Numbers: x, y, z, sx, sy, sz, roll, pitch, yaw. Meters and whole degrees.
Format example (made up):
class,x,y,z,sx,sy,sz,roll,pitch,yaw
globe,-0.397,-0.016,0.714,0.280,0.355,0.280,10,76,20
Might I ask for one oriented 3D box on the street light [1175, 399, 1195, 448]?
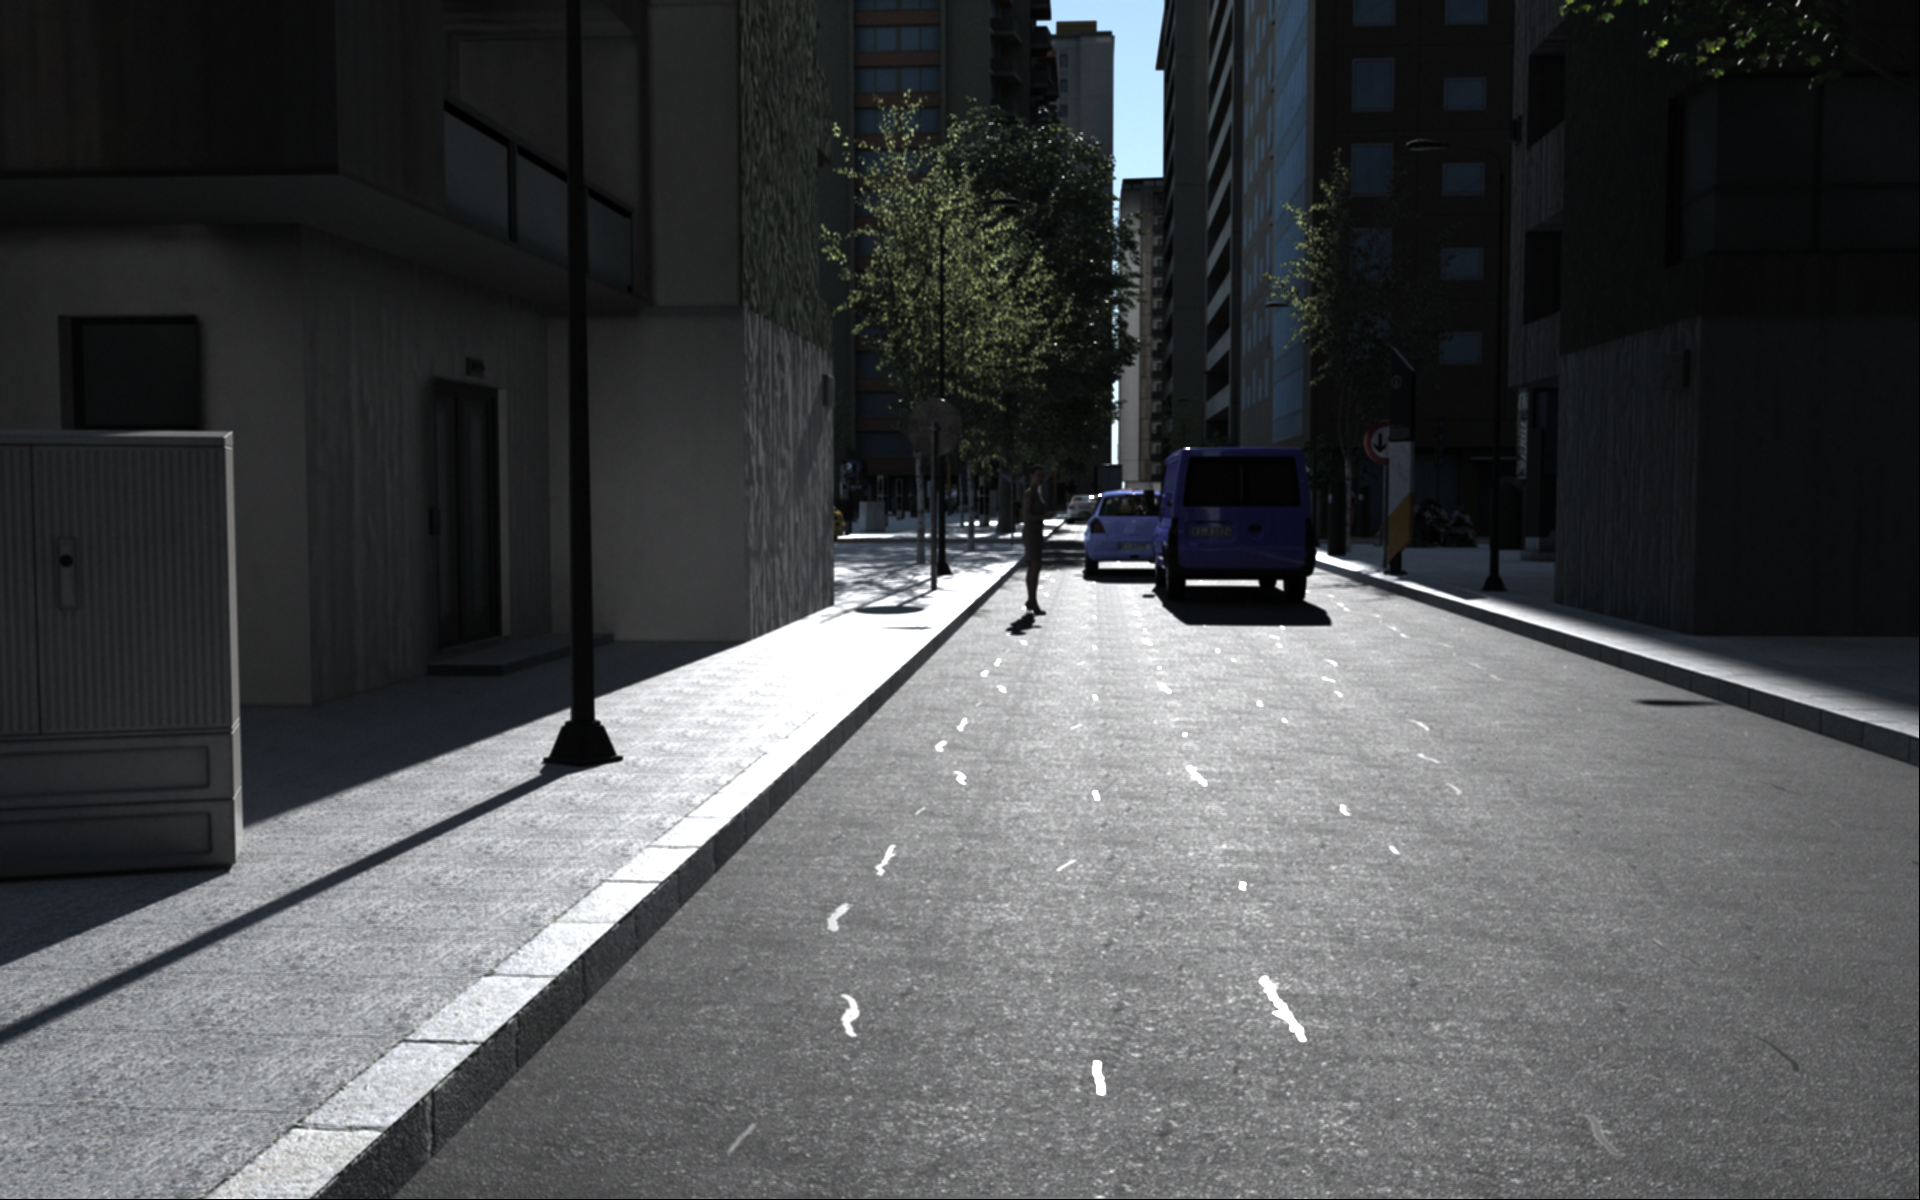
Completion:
class,x,y,z,sx,sy,sz,roll,pitch,yaw
street light,11.303,-6.861,84.724,1.470,5.913,1.316,0,4,4

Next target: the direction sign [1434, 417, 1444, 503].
class,x,y,z,sx,sy,sz,roll,pitch,yaw
direction sign,14.171,-3.629,51.331,0.379,3.537,0.876,0,4,0

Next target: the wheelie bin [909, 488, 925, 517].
class,x,y,z,sx,sy,sz,roll,pitch,yaw
wheelie bin,-2.406,-5.333,95.097,0.980,1.594,0.693,-3,5,-44

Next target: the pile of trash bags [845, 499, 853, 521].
class,x,y,z,sx,sy,sz,roll,pitch,yaw
pile of trash bags,-6.757,-4.463,82.714,1.912,1.369,3.447,3,5,42

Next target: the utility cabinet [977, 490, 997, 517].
class,x,y,z,sx,sy,sz,roll,pitch,yaw
utility cabinet,1.480,-5.295,95.252,1.173,1.500,0.318,-3,5,-41

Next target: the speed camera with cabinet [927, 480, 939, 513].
class,x,y,z,sx,sy,sz,roll,pitch,yaw
speed camera with cabinet,-1.761,-7.428,115.787,0.660,3.252,2.038,1,4,10

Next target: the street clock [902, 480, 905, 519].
class,x,y,z,sx,sy,sz,roll,pitch,yaw
street clock,-2.986,-5.209,89.733,0.358,2.002,0.471,0,4,3

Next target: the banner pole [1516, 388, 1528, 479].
class,x,y,z,sx,sy,sz,roll,pitch,yaw
banner pole,11.655,-2.786,35.572,0.401,3.779,0.863,-1,4,-15

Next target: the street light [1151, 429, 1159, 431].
class,x,y,z,sx,sy,sz,roll,pitch,yaw
street light,14.400,-9.292,124.459,1.470,5.913,1.316,0,4,4

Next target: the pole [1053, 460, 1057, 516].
class,x,y,z,sx,sy,sz,roll,pitch,yaw
pole,5.461,-6.458,99.430,0.158,3.312,0.155,0,3,0

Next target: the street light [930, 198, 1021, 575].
class,x,y,z,sx,sy,sz,roll,pitch,yaw
street light,0.250,-3.352,27.342,1.470,5.913,1.316,0,4,4

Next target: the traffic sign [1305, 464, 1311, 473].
class,x,y,z,sx,sy,sz,roll,pitch,yaw
traffic sign,8.234,-2.391,42.739,0.795,2.450,0.064,0,4,4

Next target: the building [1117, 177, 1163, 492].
class,x,y,z,sx,sy,sz,roll,pitch,yaw
building,26.888,-32.619,216.909,14.086,41.232,14.154,0,4,4

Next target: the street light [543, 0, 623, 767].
class,x,y,z,sx,sy,sz,roll,pitch,yaw
street light,-1.271,-2.174,8.094,1.470,5.913,1.316,0,4,4

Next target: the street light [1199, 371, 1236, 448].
class,x,y,z,sx,sy,sz,roll,pitch,yaw
street light,9.809,-5.668,65.207,1.470,5.913,1.316,0,4,4

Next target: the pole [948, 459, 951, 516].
class,x,y,z,sx,sy,sz,roll,pitch,yaw
pole,-0.627,-6.611,101.926,0.158,3.312,0.155,0,3,0

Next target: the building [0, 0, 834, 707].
class,x,y,z,sx,sy,sz,roll,pitch,yaw
building,-8.977,-20.117,12.505,14.154,41.232,14.086,0,4,4

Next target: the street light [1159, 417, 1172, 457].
class,x,y,z,sx,sy,sz,roll,pitch,yaw
street light,12.910,-8.044,104.065,1.470,5.913,1.316,0,4,4

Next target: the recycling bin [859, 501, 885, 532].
class,x,y,z,sx,sy,sz,roll,pitch,yaw
recycling bin,-2.994,-2.840,58.984,0.722,1.027,0.722,-1,4,-21

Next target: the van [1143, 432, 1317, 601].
class,x,y,z,sx,sy,sz,roll,pitch,yaw
van,3.835,-1.262,25.016,2.240,2.365,5.245,0,4,4

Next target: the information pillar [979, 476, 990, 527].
class,x,y,z,sx,sy,sz,roll,pitch,yaw
information pillar,0.965,-3.921,68.602,0.304,2.012,0.304,-3,5,-44

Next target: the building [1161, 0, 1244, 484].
class,x,y,z,sx,sy,sz,roll,pitch,yaw
building,27.121,-31.367,136.556,21.300,48.544,21.600,0,4,4

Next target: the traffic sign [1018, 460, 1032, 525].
class,x,y,z,sx,sy,sz,roll,pitch,yaw
traffic sign,1.924,-2.912,51.252,0.795,2.450,0.064,0,4,4

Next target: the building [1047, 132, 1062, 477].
class,x,y,z,sx,sy,sz,roll,pitch,yaw
building,4.331,-31.217,193.996,14.086,41.232,14.154,0,4,4

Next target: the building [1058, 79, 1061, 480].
class,x,y,z,sx,sy,sz,roll,pitch,yaw
building,-1.353,-31.523,170.022,22.147,44.769,28.867,0,4,4

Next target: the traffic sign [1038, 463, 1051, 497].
class,x,y,z,sx,sy,sz,roll,pitch,yaw
traffic sign,3.322,-4.314,70.643,0.768,2.556,0.104,1,4,9

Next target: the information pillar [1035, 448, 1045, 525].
class,x,y,z,sx,sy,sz,roll,pitch,yaw
information pillar,3.310,-4.937,72.079,0.183,3.616,0.504,-3,4,-38

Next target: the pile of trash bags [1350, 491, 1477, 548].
class,x,y,z,sx,sy,sz,roll,pitch,yaw
pile of trash bags,10.685,-1.978,42.088,3.447,1.369,1.912,-1,4,-9

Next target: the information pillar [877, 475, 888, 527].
class,x,y,z,sx,sy,sz,roll,pitch,yaw
information pillar,-3.050,-3.908,68.391,0.304,2.012,0.304,3,5,39

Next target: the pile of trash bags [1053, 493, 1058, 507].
class,x,y,z,sx,sy,sz,roll,pitch,yaw
pile of trash bags,5.071,-6.419,114.699,3.447,1.369,1.912,-3,4,-38

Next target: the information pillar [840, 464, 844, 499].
class,x,y,z,sx,sy,sz,roll,pitch,yaw
information pillar,-8.332,-8.079,123.439,0.504,3.616,0.183,3,5,44

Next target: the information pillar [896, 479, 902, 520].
class,x,y,z,sx,sy,sz,roll,pitch,yaw
information pillar,-3.038,-5.020,86.561,0.304,2.012,0.304,0,4,-3

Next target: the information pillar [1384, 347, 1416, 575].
class,x,y,z,sx,sy,sz,roll,pitch,yaw
information pillar,6.990,-2.208,27.452,0.183,3.616,0.504,-2,4,-30

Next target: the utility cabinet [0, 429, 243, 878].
class,x,y,z,sx,sy,sz,roll,pitch,yaw
utility cabinet,-3.071,0.175,5.816,1.173,1.500,0.318,-1,4,-18

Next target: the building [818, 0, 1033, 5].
class,x,y,z,sx,sy,sz,roll,pitch,yaw
building,-3.730,-29.747,140.986,22.147,44.769,28.867,0,4,4

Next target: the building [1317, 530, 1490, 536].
class,x,y,z,sx,sy,sz,roll,pitch,yaw
building,18.204,-24.920,57.552,14.200,45.320,14.600,0,4,4

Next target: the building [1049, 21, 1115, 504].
class,x,y,z,sx,sy,sz,roll,pitch,yaw
building,5.274,-41.505,220.602,28.212,58.520,21.231,0,4,4

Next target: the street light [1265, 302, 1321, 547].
class,x,y,z,sx,sy,sz,roll,pitch,yaw
street light,8.094,-4.254,42.100,1.470,5.913,1.316,0,4,4

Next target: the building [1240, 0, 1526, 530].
class,x,y,z,sx,sy,sz,roll,pitch,yaw
building,19.717,-25.928,74.037,14.600,45.320,14.200,0,4,4

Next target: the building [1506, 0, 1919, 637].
class,x,y,z,sx,sy,sz,roll,pitch,yaw
building,14.162,-15.250,21.037,14.160,30.474,14.107,0,4,4

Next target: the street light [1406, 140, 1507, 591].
class,x,y,z,sx,sy,sz,roll,pitch,yaw
street light,6.547,-3.077,22.854,1.470,5.913,1.316,0,4,4

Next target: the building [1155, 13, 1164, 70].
class,x,y,z,sx,sy,sz,roll,pitch,yaw
building,35.610,-36.422,184.740,28.713,52.752,27.495,0,4,4
